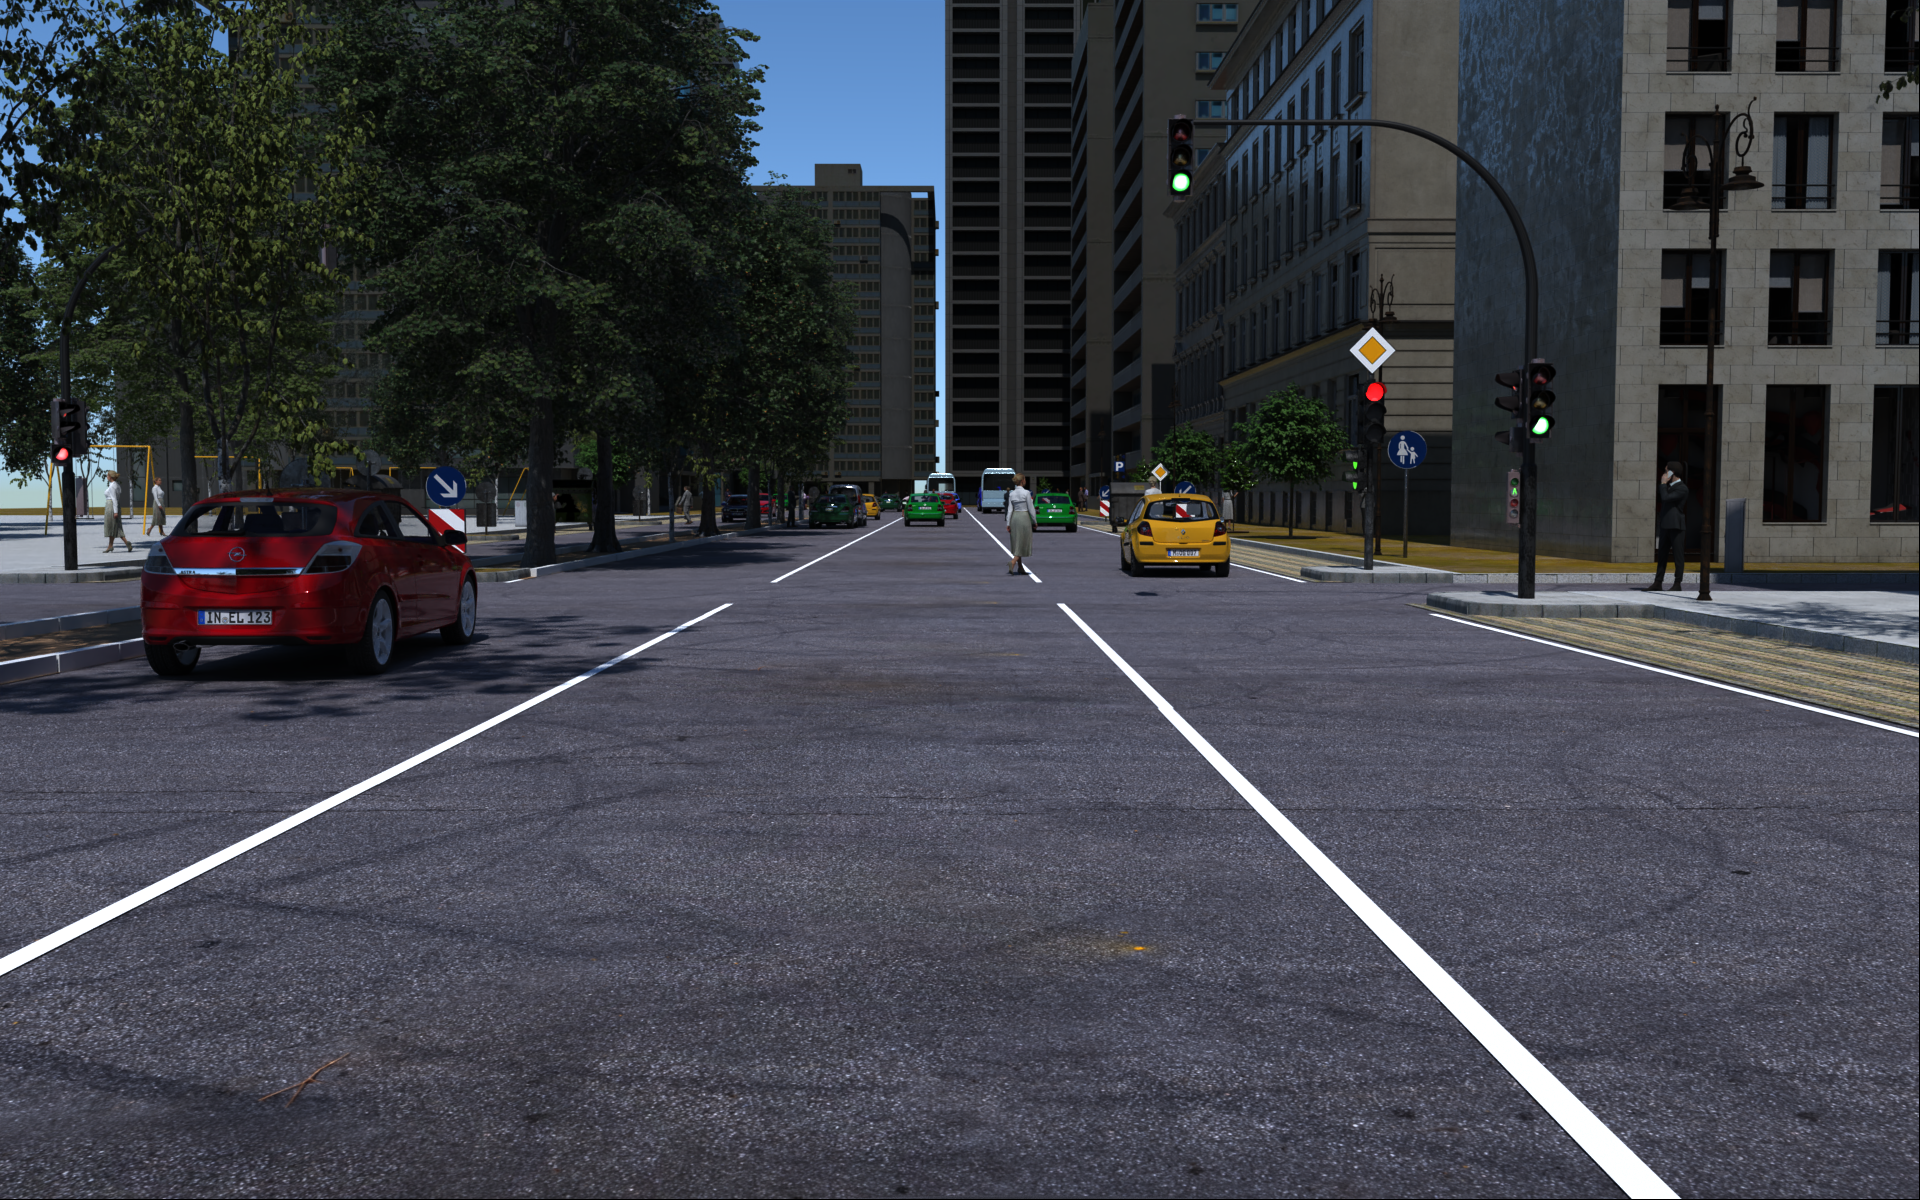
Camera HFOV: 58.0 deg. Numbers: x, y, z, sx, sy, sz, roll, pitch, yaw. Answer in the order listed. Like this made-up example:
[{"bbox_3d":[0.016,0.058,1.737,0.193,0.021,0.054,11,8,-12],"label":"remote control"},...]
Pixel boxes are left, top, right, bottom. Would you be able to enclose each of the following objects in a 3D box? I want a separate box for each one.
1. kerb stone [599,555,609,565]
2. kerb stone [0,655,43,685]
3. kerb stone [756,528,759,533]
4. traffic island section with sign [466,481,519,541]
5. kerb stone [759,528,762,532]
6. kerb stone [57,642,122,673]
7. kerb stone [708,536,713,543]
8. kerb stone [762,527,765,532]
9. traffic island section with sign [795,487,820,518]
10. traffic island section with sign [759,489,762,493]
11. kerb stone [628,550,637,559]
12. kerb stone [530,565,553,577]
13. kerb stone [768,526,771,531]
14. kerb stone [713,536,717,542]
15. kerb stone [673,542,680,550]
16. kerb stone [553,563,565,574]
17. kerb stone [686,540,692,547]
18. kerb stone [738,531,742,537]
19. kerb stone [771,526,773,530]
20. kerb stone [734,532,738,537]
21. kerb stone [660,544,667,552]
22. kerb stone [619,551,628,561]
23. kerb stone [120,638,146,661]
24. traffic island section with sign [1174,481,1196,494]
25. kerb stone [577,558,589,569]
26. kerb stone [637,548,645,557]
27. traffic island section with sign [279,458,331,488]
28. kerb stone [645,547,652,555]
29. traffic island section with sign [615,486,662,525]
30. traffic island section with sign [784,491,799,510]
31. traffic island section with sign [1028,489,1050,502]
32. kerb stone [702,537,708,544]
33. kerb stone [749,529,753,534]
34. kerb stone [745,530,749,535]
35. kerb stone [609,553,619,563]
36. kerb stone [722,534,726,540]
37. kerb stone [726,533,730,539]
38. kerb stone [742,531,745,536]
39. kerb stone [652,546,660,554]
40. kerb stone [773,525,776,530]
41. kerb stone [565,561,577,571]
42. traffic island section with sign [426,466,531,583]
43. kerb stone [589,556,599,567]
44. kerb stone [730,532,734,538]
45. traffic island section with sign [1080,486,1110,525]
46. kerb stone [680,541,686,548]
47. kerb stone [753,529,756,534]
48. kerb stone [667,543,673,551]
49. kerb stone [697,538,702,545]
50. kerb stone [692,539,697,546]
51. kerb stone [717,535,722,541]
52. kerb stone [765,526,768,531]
[{"bbox_3d":[-7.382,-0.808,35.406,0.120,0.150,1.000,0,4,0],"label":"kerb stone"},{"bbox_3d":[-7.261,0.543,13.310,0.120,0.150,1.000,0,4,0],"label":"kerb stone"},{"bbox_3d":[-7.531,-2.502,63.112,0.120,0.150,1.000,0,4,0],"label":"kerb stone"},{"bbox_3d":[-14.815,-2.763,53.806,1.989,1.847,2.006,0,4,0],"label":"traffic island section with sign"},{"bbox_3d":[-7.544,-2.566,64.146,0.120,0.150,1.000,0,4,0],"label":"kerb stone"},{"bbox_3d":[-7.257,0.481,14.335,0.120,0.150,1.000,0,4,0],"label":"kerb stone"},{"bbox_3d":[-7.459,-1.748,50.806,0.120,0.150,1.000,0,4,0],"label":"kerb stone"},{"bbox_3d":[-7.548,-2.625,65.170,0.120,0.150,1.000,0,4,0],"label":"kerb stone"},{"bbox_3d":[-8.815,-5.865,104.032,2.006,1.907,1.989,0,4,0],"label":"traffic island section with sign"},{"bbox_3d":[-15.276,-7.500,131.253,1.989,1.847,2.006,0,4,0],"label":"traffic island section with sign"},{"bbox_3d":[-7.398,-0.996,38.494,0.120,0.150,1.000,0,4,0],"label":"kerb stone"},{"bbox_3d":[-7.344,-0.493,30.290,0.120,0.150,1.000,0,4,0],"label":"kerb stone"},{"bbox_3d":[-7.556,-2.751,67.217,0.120,0.150,1.000,0,4,0],"label":"kerb stone"},{"bbox_3d":[-7.474,-1.807,51.841,0.120,0.150,1.000,0,4,0],"label":"kerb stone"},{"bbox_3d":[-7.427,-1.370,44.645,0.120,0.150,1.000,0,4,0],"label":"kerb stone"},{"bbox_3d":[-7.357,-0.558,31.313,0.120,0.150,1.000,0,4,0],"label":"kerb stone"},{"bbox_3d":[-7.439,-1.499,46.701,0.120,0.150,1.000,0,4,0],"label":"kerb stone"},{"bbox_3d":[-7.505,-2.189,57.988,0.120,0.150,1.000,0,4,0],"label":"kerb stone"},{"bbox_3d":[-7.564,-2.815,68.241,0.120,0.150,1.000,0,4,0],"label":"kerb stone"},{"bbox_3d":[-7.504,-2.126,56.957,0.120,0.150,1.000,0,4,0],"label":"kerb stone"},{"bbox_3d":[-7.417,-1.247,42.592,0.120,0.150,1.000,0,4,0],"label":"kerb stone"},{"bbox_3d":[-7.385,-0.933,37.465,0.120,0.150,1.000,0,4,0],"label":"kerb stone"},{"bbox_3d":[-7.272,0.422,15.368,0.120,0.150,1.000,0,4,0],"label":"kerb stone"},{"bbox_3d":[6.799,-2.770,53.920,1.989,1.847,2.006,0,4,0],"label":"traffic island section with sign"},{"bbox_3d":[-7.369,-0.678,33.358,0.120,0.150,1.000,0,4,0],"label":"kerb stone"},{"bbox_3d":[-7.403,-1.059,39.518,0.120,0.150,1.000,0,4,0],"label":"kerb stone"},{"bbox_3d":[-8.344,-0.817,21.488,2.006,1.907,1.989,0,4,0],"label":"traffic island section with sign"},{"bbox_3d":[-7.409,-1.122,40.547,0.120,0.150,1.000,0,4,0],"label":"kerb stone"},{"bbox_3d":[-14.974,-4.412,80.761,1.989,1.847,2.006,0,4,0],"label":"traffic island section with sign"},{"bbox_3d":[-15.409,-9.162,158.424,1.989,1.847,2.006,0,4,0],"label":"traffic island section with sign"},{"bbox_3d":[6.365,-7.494,131.158,1.989,1.847,2.006,0,4,0],"label":"traffic island section with sign"},{"bbox_3d":[-7.456,-1.687,49.783,0.120,0.150,1.000,0,4,0],"label":"kerb stone"},{"bbox_3d":[-7.519,-2.377,61.064,0.120,0.150,1.000,0,4,0],"label":"kerb stone"},{"bbox_3d":[-7.515,-2.309,60.040,0.120,0.150,1.000,0,4,0],"label":"kerb stone"},{"bbox_3d":[-7.387,-0.870,36.428,0.120,0.150,1.000,0,4,0],"label":"kerb stone"},{"bbox_3d":[-7.488,-1.936,53.885,0.120,0.150,1.000,0,4,0],"label":"kerb stone"},{"bbox_3d":[-7.492,-2.001,54.907,0.120,0.150,1.000,0,4,0],"label":"kerb stone"},{"bbox_3d":[-7.515,-2.247,59.017,0.120,0.150,1.000,0,4,0],"label":"kerb stone"},{"bbox_3d":[-7.413,-1.185,41.570,0.120,0.150,1.000,0,4,0],"label":"kerb stone"},{"bbox_3d":[-7.573,-2.879,69.263,0.120,0.150,1.000,0,4,0],"label":"kerb stone"},{"bbox_3d":[-7.362,-0.617,32.336,0.120,0.150,1.000,0,4,0],"label":"kerb stone"},{"bbox_3d":[-8.377,-1.270,28.895,2.006,1.907,1.989,0,4,0],"label":"traffic island section with sign"},{"bbox_3d":[-7.374,-0.745,34.383,0.120,0.150,1.000,0,4,0],"label":"kerb stone"},{"bbox_3d":[-7.489,-2.064,55.935,0.120,0.150,1.000,0,4,0],"label":"kerb stone"},{"bbox_3d":[6.652,-4.419,80.874,1.989,1.847,2.006,0,4,0],"label":"traffic island section with sign"},{"bbox_3d":[-7.443,-1.436,45.679,0.120,0.150,1.000,0,4,0],"label":"kerb stone"},{"bbox_3d":[-7.534,-2.440,62.089,0.120,0.150,1.000,0,4,0],"label":"kerb stone"},{"bbox_3d":[-7.426,-1.308,43.617,0.120,0.150,1.000,0,4,0],"label":"kerb stone"},{"bbox_3d":[-7.459,-1.624,48.749,0.120,0.150,1.000,0,4,0],"label":"kerb stone"},{"bbox_3d":[-7.450,-1.562,47.727,0.120,0.150,1.000,0,4,0],"label":"kerb stone"},{"bbox_3d":[-7.480,-1.872,52.863,0.120,0.150,1.000,0,4,0],"label":"kerb stone"},{"bbox_3d":[-7.548,-2.687,66.192,0.120,0.150,1.000,0,4,0],"label":"kerb stone"}]
